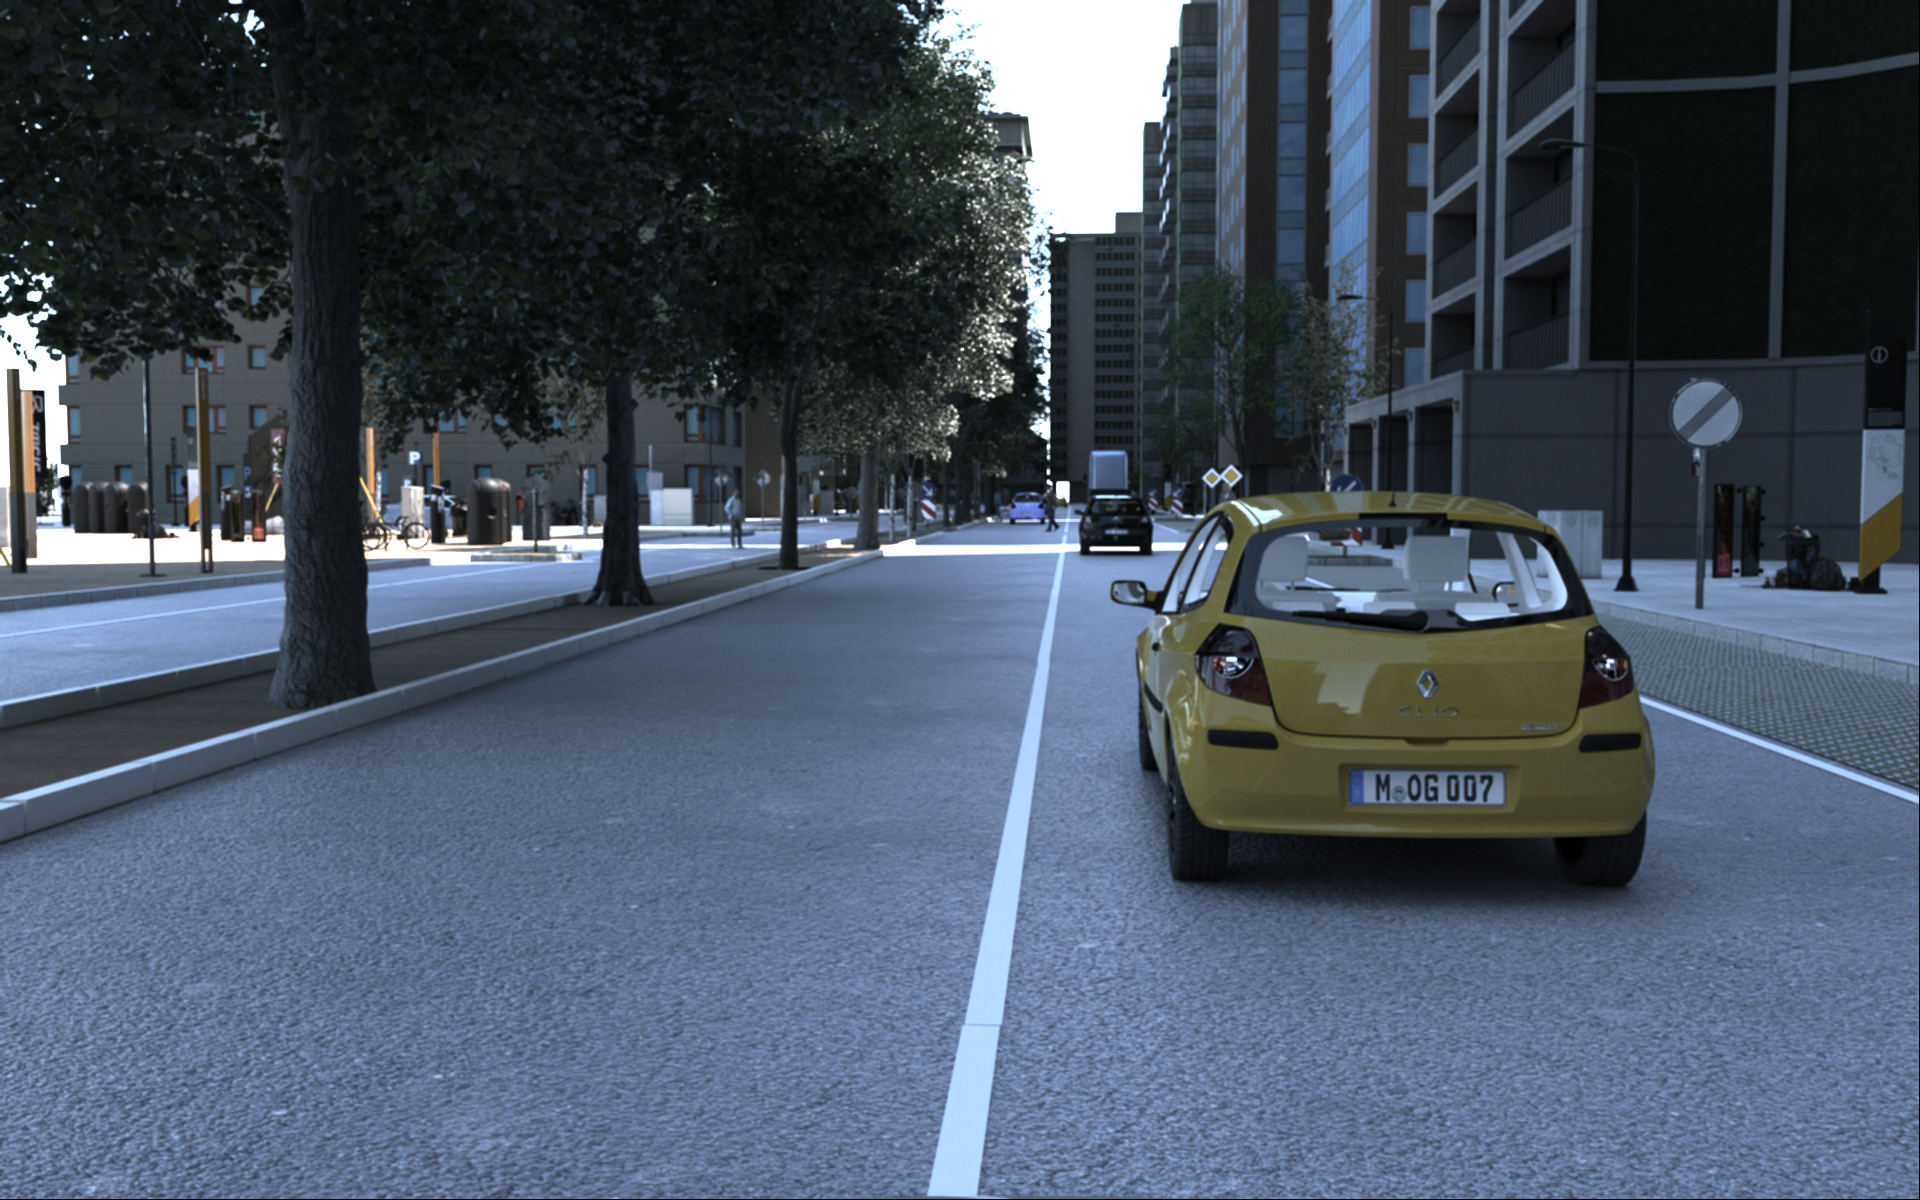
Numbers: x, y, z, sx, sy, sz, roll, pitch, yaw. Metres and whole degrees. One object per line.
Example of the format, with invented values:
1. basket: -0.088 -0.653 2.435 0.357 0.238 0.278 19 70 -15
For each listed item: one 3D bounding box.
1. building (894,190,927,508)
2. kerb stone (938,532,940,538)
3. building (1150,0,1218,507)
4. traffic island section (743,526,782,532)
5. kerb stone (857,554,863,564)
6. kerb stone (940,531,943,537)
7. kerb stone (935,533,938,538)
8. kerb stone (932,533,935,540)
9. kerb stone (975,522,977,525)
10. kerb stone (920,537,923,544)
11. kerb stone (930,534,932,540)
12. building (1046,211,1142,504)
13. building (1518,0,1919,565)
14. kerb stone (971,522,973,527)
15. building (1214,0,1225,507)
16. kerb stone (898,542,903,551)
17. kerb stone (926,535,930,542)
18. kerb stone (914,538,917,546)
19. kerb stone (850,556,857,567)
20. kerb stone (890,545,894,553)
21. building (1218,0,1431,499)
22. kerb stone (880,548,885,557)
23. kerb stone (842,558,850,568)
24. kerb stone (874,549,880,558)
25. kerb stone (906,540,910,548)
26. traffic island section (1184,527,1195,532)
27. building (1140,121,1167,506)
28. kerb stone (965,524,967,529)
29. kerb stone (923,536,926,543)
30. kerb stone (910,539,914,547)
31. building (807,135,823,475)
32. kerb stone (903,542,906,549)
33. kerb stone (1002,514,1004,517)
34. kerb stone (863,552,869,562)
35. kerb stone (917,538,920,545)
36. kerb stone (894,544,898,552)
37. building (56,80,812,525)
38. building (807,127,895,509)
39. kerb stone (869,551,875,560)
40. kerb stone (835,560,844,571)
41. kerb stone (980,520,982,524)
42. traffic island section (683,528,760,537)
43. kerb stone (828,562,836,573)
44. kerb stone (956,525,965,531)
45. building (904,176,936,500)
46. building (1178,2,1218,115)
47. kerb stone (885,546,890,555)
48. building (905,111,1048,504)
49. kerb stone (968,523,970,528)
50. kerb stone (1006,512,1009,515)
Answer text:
1. building: -10.791 -23.997 164.051 14.160 30.474 14.107 0 4 4
2. kerb stone: -0.828 -2.059 55.858 0.120 0.150 1.000 0 4 4
3. building: 31.148 -33.658 169.911 23.786 49.044 30.456 0 4 4
4. traffic island section: -7.655 -2.740 67.086 2.009 0.180 2.903 0 4 4
5. kerb stone: -2.148 -0.800 35.401 0.120 0.150 1.000 0 4 4
6. kerb stone: -0.747 -2.121 56.877 0.120 0.150 1.000 0 4 4
7. kerb stone: -0.887 -1.993 54.837 0.120 0.150 1.000 0 4 4
8. kerb stone: -0.954 -1.931 53.817 0.120 0.150 1.000 0 4 4
9. kerb stone: 0.542 -3.343 76.846 0.120 0.150 1.000 0 4 4
10. kerb stone: -1.226 -1.681 49.716 0.120 0.150 1.000 0 4 4
11. kerb stone: -1.022 -1.871 52.798 0.120 0.150 1.000 0 4 4
12. building: 24.094 -33.569 240.740 23.993 40.220 32.217 0 4 4
13. building: 20.345 -36.555 35.924 20.563 71.187 20.611 0 4 4
14. kerb stone: 0.346 -3.154 73.761 0.120 0.150 1.000 0 4 4
15. building: 29.137 -35.647 124.823 21.231 58.520 28.212 0 4 4
16. kerb stone: -1.613 -1.308 43.583 0.120 0.150 1.000 0 4 4
17. kerb stone: -1.088 -1.809 51.778 0.120 0.150 1.000 0 4 4
18. kerb stone: -1.358 -1.558 47.663 0.120 0.150 1.000 0 4 4
19. kerb stone: -2.218 -0.744 34.375 0.120 0.150 1.000 0 4 4
20. kerb stone: -1.759 -1.178 41.543 0.120 0.150 1.000 0 4 4
21. building: 20.995 -26.838 88.909 14.600 45.320 14.200 0 4 4
22. kerb stone: -1.891 -1.055 39.496 0.120 0.150 1.000 0 4 4
23. kerb stone: -2.288 -0.682 33.349 0.120 0.150 1.000 0 4 4
24. kerb stone: -1.954 -0.996 38.474 0.120 0.150 1.000 0 4 4
25. kerb stone: -1.496 -1.433 45.624 0.120 0.150 1.000 0 4 4
26. traffic island section: 9.600 -2.672 65.965 2.009 0.180 2.903 0 4 4
27. building: 27.128 -31.137 192.685 14.154 41.232 14.086 0 4 4
28. kerb stone: 0.076 -2.901 69.676 0.120 0.150 1.000 0 4 4
29. kerb stone: -1.161 -1.746 50.745 0.120 0.150 1.000 0 4 4
30. kerb stone: -1.424 -1.493 46.643 0.120 0.150 1.000 0 4 4
31. building: -21.772 -28.604 122.293 22.147 44.769 28.867 0 4 4
32. kerb stone: -1.553 -1.366 44.603 0.120 0.150 1.000 0 4 4
33. kerb stone: 2.466 -5.153 106.499 0.120 0.150 1.000 0 4 4
34. kerb stone: -2.085 -0.866 36.426 0.120 0.150 1.000 0 4 4
35. kerb stone: -1.293 -1.620 48.690 0.120 0.150 1.000 0 4 4
36. kerb stone: -1.684 -1.246 42.563 0.120 0.150 1.000 0 4 4
37. building: -23.323 -14.751 86.212 27.650 21.520 28.899 0 4 4
38. building: -13.354 -28.513 149.777 14.154 41.232 14.086 0 4 4
39. kerb stone: -2.013 -0.931 37.447 0.120 0.150 1.000 0 4 4
40. kerb stone: -2.346 -0.620 32.328 0.120 0.150 1.000 0 4 4
41. kerb stone: 0.809 -3.585 80.936 0.120 0.150 1.000 0 4 4
42. traffic island section: -8.172 -2.253 59.117 2.009 0.180 2.903 0 4 4
43. kerb stone: -2.411 -0.557 31.304 0.120 0.150 1.000 0 4 4
44. kerb stone: 0.017 -2.838 68.655 0.120 0.150 1.000 0 4 4
45. building: -14.870 -31.201 202.012 23.993 40.220 32.217 0 4 4
46. building: 25.483 -28.412 148.135 14.154 41.232 14.086 0 4 4
47. kerb stone: -1.815 -1.121 40.519 0.120 0.150 1.000 0 4 4
48. building: -1.793 -39.740 238.991 27.495 52.752 28.713 0 4 4
49. kerb stone: 0.208 -3.029 71.716 0.120 0.150 1.000 0 4 4
50. kerb stone: 2.987 -5.657 114.691 0.120 0.150 1.000 0 4 4
